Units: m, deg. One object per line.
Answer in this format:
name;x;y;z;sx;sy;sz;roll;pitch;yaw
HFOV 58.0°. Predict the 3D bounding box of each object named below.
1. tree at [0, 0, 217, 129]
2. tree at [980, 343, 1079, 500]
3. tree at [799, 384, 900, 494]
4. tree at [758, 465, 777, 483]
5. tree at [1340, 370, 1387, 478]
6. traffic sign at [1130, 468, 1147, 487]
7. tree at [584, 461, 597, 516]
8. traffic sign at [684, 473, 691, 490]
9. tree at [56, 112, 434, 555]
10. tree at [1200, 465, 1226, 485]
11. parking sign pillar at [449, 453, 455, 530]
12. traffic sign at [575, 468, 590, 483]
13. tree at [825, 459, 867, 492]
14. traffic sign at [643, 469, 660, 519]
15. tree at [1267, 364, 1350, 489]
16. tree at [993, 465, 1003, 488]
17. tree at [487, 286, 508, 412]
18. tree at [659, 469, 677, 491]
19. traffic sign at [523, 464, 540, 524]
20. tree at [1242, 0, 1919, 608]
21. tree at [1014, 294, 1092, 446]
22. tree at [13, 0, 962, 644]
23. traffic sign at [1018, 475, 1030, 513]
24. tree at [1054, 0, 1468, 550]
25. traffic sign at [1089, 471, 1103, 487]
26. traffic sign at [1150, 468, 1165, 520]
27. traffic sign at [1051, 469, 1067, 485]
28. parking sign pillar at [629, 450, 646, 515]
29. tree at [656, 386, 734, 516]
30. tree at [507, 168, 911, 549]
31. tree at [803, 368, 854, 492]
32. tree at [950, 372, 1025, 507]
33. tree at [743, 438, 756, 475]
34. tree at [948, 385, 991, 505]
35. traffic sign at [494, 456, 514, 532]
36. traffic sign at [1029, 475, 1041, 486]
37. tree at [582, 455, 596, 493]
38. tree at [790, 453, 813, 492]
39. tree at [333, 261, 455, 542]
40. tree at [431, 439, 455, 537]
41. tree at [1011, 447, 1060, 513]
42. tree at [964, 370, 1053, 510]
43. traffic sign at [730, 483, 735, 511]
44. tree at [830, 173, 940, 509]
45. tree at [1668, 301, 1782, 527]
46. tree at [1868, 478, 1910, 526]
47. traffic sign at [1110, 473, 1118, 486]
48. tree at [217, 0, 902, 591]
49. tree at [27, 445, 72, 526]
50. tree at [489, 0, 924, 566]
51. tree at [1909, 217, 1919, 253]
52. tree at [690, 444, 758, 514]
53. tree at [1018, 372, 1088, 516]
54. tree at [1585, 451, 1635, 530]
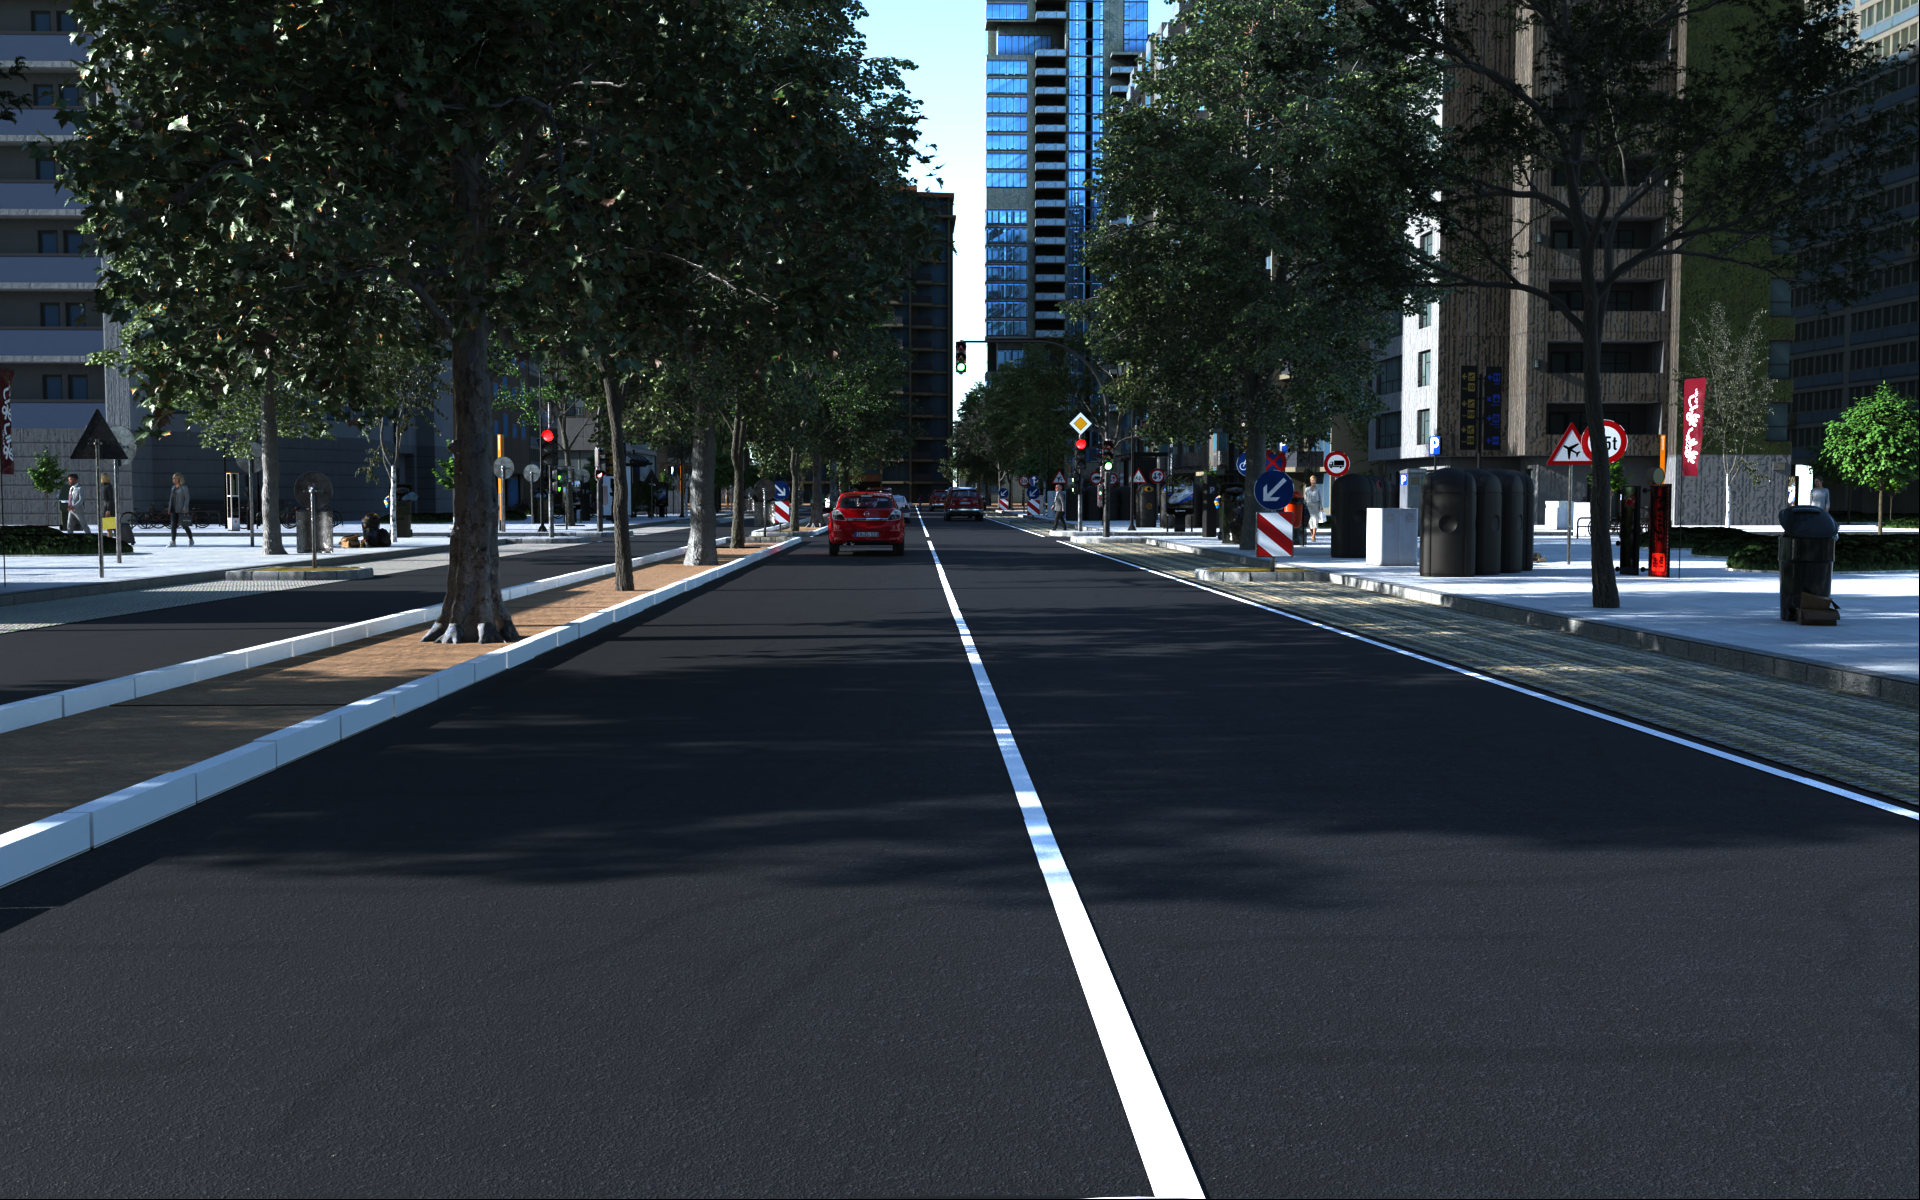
tree;-4.832;-4.329;7.647;8.767;10.594;7.601;0;4;-2
tree;5.215;-12.822;127.763;7.486;12.596;7.792;0;3;0
tree;-7.788;-11.712;112.075;7.486;12.596;7.792;0;3;0
tree;-17.784;-10.319;152.431;4.285;4.588;4.351;0;3;0
tree;22.669;-8.738;93.227;4.737;8.622;4.395;0;3;0
traffic sign;8.856;-5.262;86.038;0.884;2.594;0.081;0;4;2
tree;-21.409;-6.492;100.749;1.663;3.219;1.824;0;3;0
traffic sign;-16.837;-6.494;106.281;0.768;2.556;0.104;0;4;8
tree;-14.462;-7.211;36.029;7.486;12.596;7.792;0;3;0
tree;16.873;-7.391;115.444;1.663;3.219;1.824;0;3;0
parking sign pillar;-17.555;-4.496;61.981;1.447;3.967;1.447;2;4;31
traffic sign;-18.794;-5.266;86.210;0.768;2.556;0.104;0;4;3
tree;-7.715;-10.210;119.752;4.360;8.622;3.978;0;3;0
traffic sign;-15.917;-5.468;89.408;0.884;2.594;0.081;0;4;4
tree;17.412;-8.341;86.745;4.360;8.622;3.978;0;3;0
tree;2.393;-17.961;210.665;9.611;12.733;9.660;0;3;0
tree;-15.809;-8.774;69.205;9.928;11.665;9.643;0;3;0
tree;-22.664;-8.452;132.797;1.663;3.219;1.824;0;3;0
traffic sign;-18.246;-4.508;73.803;0.768;2.556;0.104;0;4;8
tree;7.037;-5.203;19.482;7.601;10.594;8.767;2;4;35
tree;6.118;-8.330;70.602;8.767;10.594;7.601;-2;4;-29
tree;-4.749;-5.947;16.698;9.611;12.733;9.660;0;3;0
traffic sign;4.334;-7.156;117.107;0.768;2.556;0.104;0;4;8
tree;6.723;-8.137;39.699;9.857;13.997;8.962;0;3;0
traffic sign;7.648;-5.945;97.314;0.768;2.556;0.104;0;4;2
traffic sign;9.760;-5.233;85.660;0.768;2.556;0.104;0;4;4
traffic sign;5.180;-5.522;90.281;0.884;2.594;0.081;0;4;5
parking sign pillar;-19.937;-7.182;105.894;1.447;3.967;1.447;-1;4;-23
tree;-15.977;-9.165;100.204;4.360;8.622;3.978;0;3;0
tree;-5.740;-7.151;45.136;9.928;11.665;9.643;0;3;0
tree;-6.625;-7.895;81.903;4.737;8.622;4.395;0;3;0
tree;4.038;-15.910;170.500;12.009;13.543;11.850;0;3;0
tree;-17.718;-11.660;141.008;4.360;8.622;3.978;0;3;0
tree;3.118;-17.866;198.761;9.857;13.997;8.962;0;3;0
traffic sign;-15.480;-3.585;58.714;0.768;2.556;0.104;0;4;8
traffic sign;5.047;-7.120;116.521;0.768;2.556;0.104;0;4;2
tree;-25.471;-8.572;123.864;4.285;4.588;4.351;0;3;0
tree;-18.435;-15.336;201.107;4.360;8.622;3.978;0;3;0
tree;-14.983;-5.853;46.062;4.360;8.622;3.978;0;3;0
tree;-14.806;-3.486;51.598;1.663;3.219;1.824;0;3;0
tree;5.237;-8.304;119.488;4.285;4.588;4.351;0;3;0
tree;4.075;-13.198;141.543;9.928;11.665;9.643;0;3;0
traffic sign;-17.637;-8.168;133.659;0.768;2.556;0.104;0;4;2
tree;-7.817;-14.185;90.278;12.611;20.169;13.585;0;3;0
tree;28.953;-7.025;65.221;4.360;8.622;3.978;0;3;0
tree;36.863;-4.522;68.539;1.663;3.219;1.824;0;3;0
traffic sign;9.072;-6.322;103.478;0.768;2.556;0.104;0;4;7
tree;-4.934;-5.426;25.589;8.767;10.594;7.601;0;4;-2
tree;-36.261;-4.555;69.068;1.663;3.219;1.824;0;3;0
tree;-5.207;-7.666;34.453;9.857;13.997;8.962;0;3;0
tree;8.140;-1.693;11.395;4.285;4.588;4.351;0;3;0
tree;-16.059;-7.970;114.016;4.285;4.588;4.351;0;3;0
tree;5.188;-9.292;102.279;4.737;8.622;4.395;0;3;0
tree;23.618;-4.153;62.500;1.663;3.219;1.824;0;3;0
